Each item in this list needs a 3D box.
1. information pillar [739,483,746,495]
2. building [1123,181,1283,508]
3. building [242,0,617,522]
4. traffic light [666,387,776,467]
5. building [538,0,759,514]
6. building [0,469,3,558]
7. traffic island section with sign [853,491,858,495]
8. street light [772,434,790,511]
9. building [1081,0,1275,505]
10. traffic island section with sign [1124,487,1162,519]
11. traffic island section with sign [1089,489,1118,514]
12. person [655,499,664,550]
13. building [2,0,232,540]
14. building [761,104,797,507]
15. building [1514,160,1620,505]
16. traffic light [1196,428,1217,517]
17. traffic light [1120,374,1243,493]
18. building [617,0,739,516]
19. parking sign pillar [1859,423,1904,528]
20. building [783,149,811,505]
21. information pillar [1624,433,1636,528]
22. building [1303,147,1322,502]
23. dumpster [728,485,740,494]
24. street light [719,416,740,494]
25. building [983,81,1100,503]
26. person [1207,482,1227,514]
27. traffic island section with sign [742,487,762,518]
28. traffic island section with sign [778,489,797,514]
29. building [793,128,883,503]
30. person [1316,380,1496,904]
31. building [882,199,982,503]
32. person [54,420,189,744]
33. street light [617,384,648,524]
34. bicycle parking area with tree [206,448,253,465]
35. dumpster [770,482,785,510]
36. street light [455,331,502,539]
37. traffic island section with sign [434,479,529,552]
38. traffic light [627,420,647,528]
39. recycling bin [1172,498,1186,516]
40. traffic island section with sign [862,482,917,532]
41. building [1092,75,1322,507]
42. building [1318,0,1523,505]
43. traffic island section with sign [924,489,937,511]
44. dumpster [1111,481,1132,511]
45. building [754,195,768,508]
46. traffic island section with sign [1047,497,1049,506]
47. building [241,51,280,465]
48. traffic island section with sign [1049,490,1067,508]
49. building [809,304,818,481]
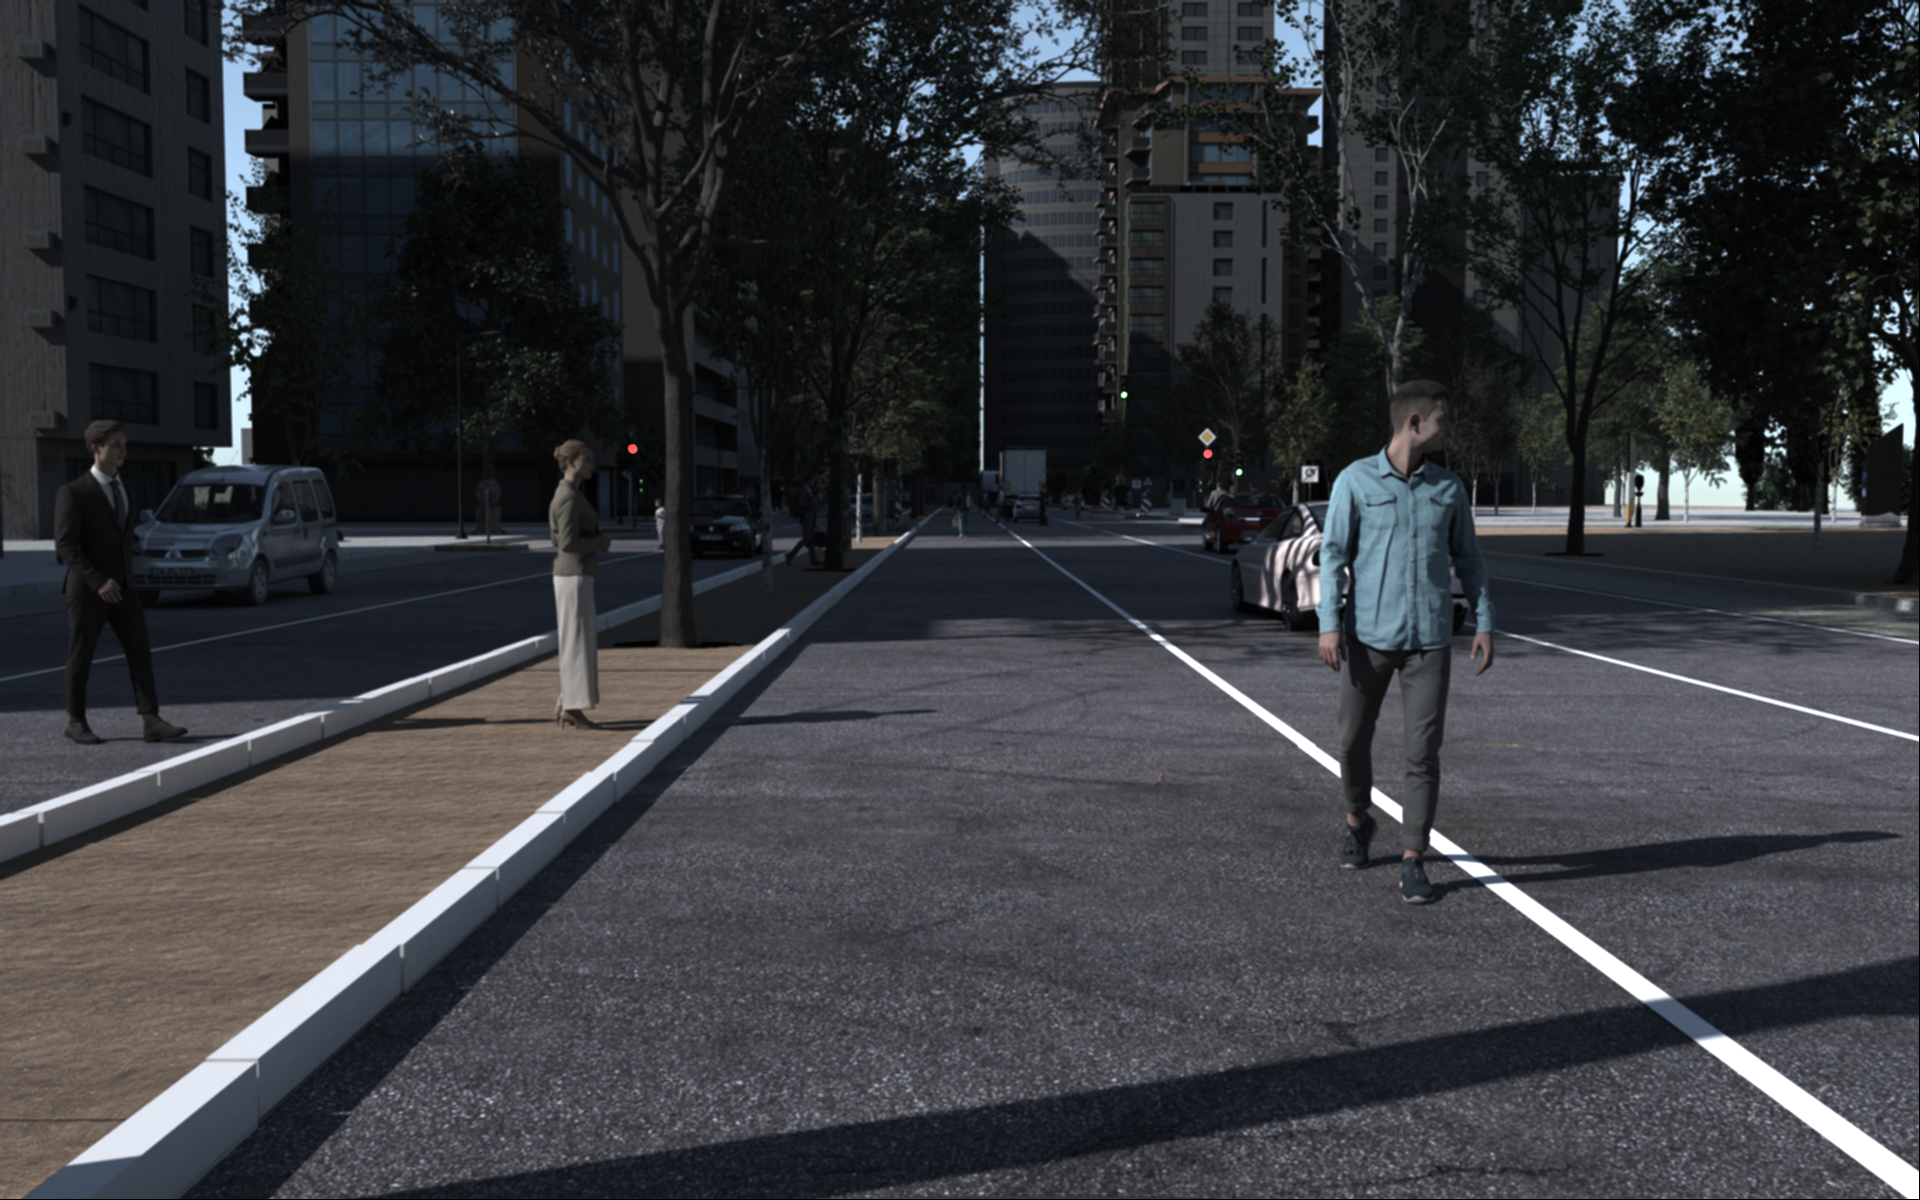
[{"bbox_3d":[-13.904,-6.502,110.807,0.304,2.012,0.304,-3,4,-36],"label":"information pillar"},{"bbox_3d":[22.408,-24.011,164.280,14.160,30.474,14.107,0,3,0],"label":"building"},{"bbox_3d":[-24.690,-26.514,83.610,14.600,45.320,14.200,0,3,0],"label":"building"},{"bbox_3d":[-10.213,-6.046,73.525,4.771,5.953,1.251,0,3,0],"label":"traffic light"},{"bbox_3d":[-23.553,-29.676,135.315,14.600,45.320,14.200,0,3,0],"label":"building"},{"bbox_3d":[-28.258,-43.047,16.493,22.319,86.520,31.000,0,3,0],"label":"building"},{"bbox_3d":[-12.191,-11.915,203.438,1.989,1.847,2.006,0,3,0],"label":"traffic island section with sign"},{"bbox_3d":[-13.772,-9.825,133.181,1.470,5.913,1.316,0,3,0],"label":"street light"},{"bbox_3d":[25.743,-47.176,209.575,20.563,71.187,20.611,0,3,0],"label":"building"},{"bbox_3d":[10.468,-5.546,99.311,1.989,1.847,2.006,0,3,0],"label":"traffic island section with sign"},{"bbox_3d":[10.443,-7.198,126.315,1.989,1.847,2.006,0,3,0],"label":"traffic island section with sign"},{"bbox_3d":[-7.744,-1.958,44.789,0.425,1.301,0.394,1,4,22],"label":"person"},{"bbox_3d":[-31.757,-17.287,54.351,14.107,30.474,14.160,0,3,0],"label":"building"},{"bbox_3d":[-28.623,-32.008,177.948,22.147,44.769,28.867,0,3,0],"label":"building"},{"bbox_3d":[71.849,-32.478,214.601,14.086,41.232,14.154,0,3,0],"label":"building"},{"bbox_3d":[10.457,-5.175,73.532,0.839,4.253,0.868,0,3,0],"label":"traffic light"},{"bbox_3d":[8.375,-5.550,65.403,4.771,5.953,1.251,0,3,0],"label":"traffic light"},{"bbox_3d":[-26.084,-29.704,109.362,21.300,48.544,21.600,0,3,0],"label":"building"},{"bbox_3d":[35.119,-4.740,65.973,1.447,3.967,1.447,0,4,3],"label":"parking sign pillar"},{"bbox_3d":[-24.844,-31.554,199.497,14.154,41.232,14.086,0,3,0],"label":"building"},{"bbox_3d":[25.609,-4.571,66.092,0.504,3.616,0.183,-3,5,-41],"label":"information pillar"},{"bbox_3d":[56.510,-37.980,244.670,21.600,48.544,21.300,0,3,0],"label":"building"},{"bbox_3d":[-14.564,-6.608,113.796,1.264,1.857,1.865,0,3,0],"label":"dumpster"},{"bbox_3d":[-13.761,-7.978,102.980,1.470,5.913,1.316,0,3,0],"label":"street light"},{"bbox_3d":[17.518,-42.984,244.780,28.212,58.520,21.231,0,3,0],"label":"building"},{"bbox_3d":[8.079,-2.792,54.271,0.709,1.813,0.853,0,4,2],"label":"person"},{"bbox_3d":[-12.050,-5.507,98.675,1.989,1.847,2.006,0,3,0],"label":"traffic island section with sign"},{"bbox_3d":[-12.087,-7.156,125.630,1.989,1.847,2.006,0,3,0],"label":"traffic island section with sign"},{"bbox_3d":[-24.889,-40.352,248.992,27.495,52.752,28.713,0,3,0],"label":"building"},{"bbox_3d":[1.630,0.123,6.355,0.638,1.841,0.748,1,4,12],"label":"person"},{"bbox_3d":[-4.089,-34.175,242.361,14.086,41.232,14.154,0,3,0],"label":"building"},{"bbox_3d":[-4.830,-0.101,9.922,0.755,1.850,0.659,1,4,21],"label":"person"},{"bbox_3d":[-13.873,-6.167,73.376,1.470,5.913,1.316,0,3,0],"label":"street light"},{"bbox_3d":[-47.331,-7.507,109.736,9.016,4.147,8.231,-1,4,-12],"label":"bicycle parking area with tree"},{"bbox_3d":[-14.542,-8.147,135.702,1.502,2.255,1.985,0,3,0],"label":"dumpster"},{"bbox_3d":[-13.743,-4.706,49.477,1.470,5.913,1.316,0,3,0],"label":"street light"},{"bbox_3d":[-11.986,-2.142,43.654,1.989,1.847,2.006,0,3,0],"label":"traffic island section with sign"},{"bbox_3d":[-12.294,-4.684,65.502,0.839,4.253,0.868,0,3,0],"label":"traffic light"},{"bbox_3d":[12.779,-5.411,101.017,0.722,1.027,0.722,1,4,14],"label":"recycling bin"},{"bbox_3d":[-2.779,-3.532,65.883,2.006,1.907,1.989,0,3,0],"label":"traffic island section with sign"},{"bbox_3d":[25.781,-32.476,185.606,22.147,44.769,28.867,0,3,0],"label":"building"},{"bbox_3d":[54.455,-47.216,210.226,20.611,71.187,20.563,0,3,0],"label":"building"},{"bbox_3d":[-2.886,-8.581,148.428,2.006,1.907,1.989,0,3,0],"label":"traffic island section with sign"},{"bbox_3d":[12.488,-8.025,133.703,1.502,2.255,1.985,0,4,0],"label":"dumpster"},{"bbox_3d":[-25.149,-23.505,156.006,14.160,30.474,14.107,0,3,0],"label":"building"},{"bbox_3d":[10.338,-11.866,202.639,1.989,1.847,2.006,0,3,0],"label":"traffic island section with sign"},{"bbox_3d":[-66.822,-37.775,206.855,27.495,52.752,28.713,0,3,0],"label":"building"},{"bbox_3d":[10.368,-10.218,175.684,1.989,1.847,2.006,0,3,0],"label":"traffic island section with sign"},{"bbox_3d":[-24.800,-27.042,213.843,14.107,30.474,14.160,0,3,0],"label":"building"}]
